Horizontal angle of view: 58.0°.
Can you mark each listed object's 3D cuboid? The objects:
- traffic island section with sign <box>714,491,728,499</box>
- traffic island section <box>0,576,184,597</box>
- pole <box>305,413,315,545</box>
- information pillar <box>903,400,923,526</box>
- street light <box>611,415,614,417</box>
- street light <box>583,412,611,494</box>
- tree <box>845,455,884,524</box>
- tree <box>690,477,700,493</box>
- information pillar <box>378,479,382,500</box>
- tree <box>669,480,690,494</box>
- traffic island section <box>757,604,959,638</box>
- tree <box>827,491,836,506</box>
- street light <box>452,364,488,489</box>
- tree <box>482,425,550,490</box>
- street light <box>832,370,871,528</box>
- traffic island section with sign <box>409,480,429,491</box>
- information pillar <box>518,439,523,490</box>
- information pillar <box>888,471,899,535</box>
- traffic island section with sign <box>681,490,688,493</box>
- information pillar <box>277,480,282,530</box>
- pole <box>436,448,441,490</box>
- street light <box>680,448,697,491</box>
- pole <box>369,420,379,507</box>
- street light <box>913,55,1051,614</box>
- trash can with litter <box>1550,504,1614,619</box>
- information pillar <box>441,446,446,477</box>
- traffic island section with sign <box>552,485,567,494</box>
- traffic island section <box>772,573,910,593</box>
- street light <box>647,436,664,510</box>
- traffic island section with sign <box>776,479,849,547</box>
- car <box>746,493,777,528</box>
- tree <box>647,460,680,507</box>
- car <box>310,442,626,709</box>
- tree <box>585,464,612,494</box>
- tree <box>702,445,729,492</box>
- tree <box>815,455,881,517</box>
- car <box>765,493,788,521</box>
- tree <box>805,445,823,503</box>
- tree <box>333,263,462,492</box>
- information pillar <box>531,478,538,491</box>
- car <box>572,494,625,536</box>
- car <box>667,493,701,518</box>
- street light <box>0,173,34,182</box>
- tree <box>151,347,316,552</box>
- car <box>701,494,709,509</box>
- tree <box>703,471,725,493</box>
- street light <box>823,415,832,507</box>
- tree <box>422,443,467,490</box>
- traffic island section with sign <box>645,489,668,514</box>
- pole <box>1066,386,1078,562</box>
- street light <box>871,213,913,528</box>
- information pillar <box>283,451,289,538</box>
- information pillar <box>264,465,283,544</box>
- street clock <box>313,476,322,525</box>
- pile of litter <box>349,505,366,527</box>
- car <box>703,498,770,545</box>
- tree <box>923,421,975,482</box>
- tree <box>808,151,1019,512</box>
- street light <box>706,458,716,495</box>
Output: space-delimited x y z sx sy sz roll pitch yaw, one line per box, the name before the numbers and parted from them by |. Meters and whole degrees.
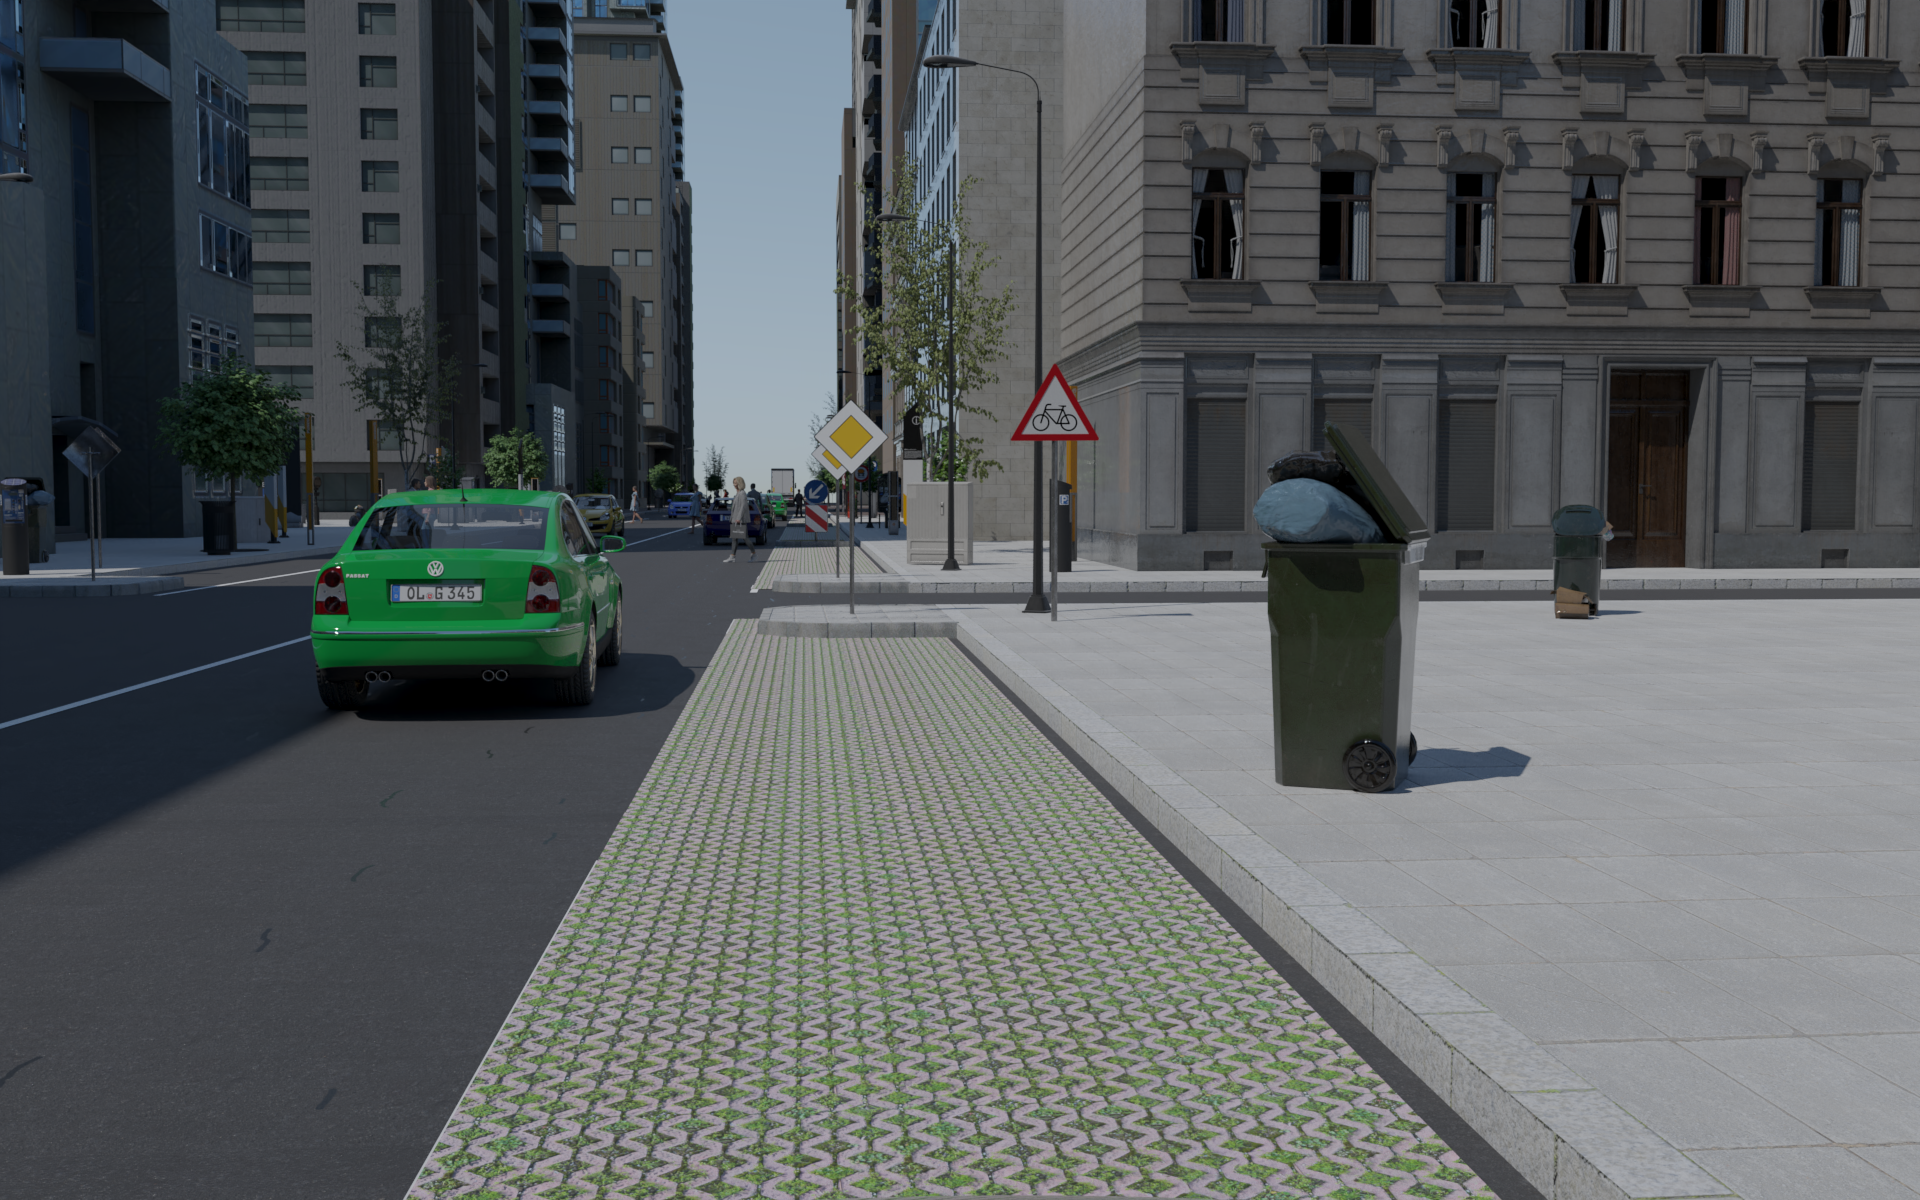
traffic island section with sign | -29.020 -12.118 206.757 1.989 1.847 2.006 0 4 -5
traffic island section | -12.795 -0.199 25.531 2.009 0.180 2.903 0 4 -5
pole | -16.302 -3.032 43.414 0.158 3.312 0.155 0 3 0
information pillar | -1.126 -3.105 42.124 0.504 3.616 0.183 0 4 5
street light | -20.958 -7.883 101.421 1.470 5.913 1.316 0 4 -5
street light | -20.743 -7.673 97.994 1.470 5.913 1.316 0 4 -5
tree | -3.971 -4.974 75.929 1.663 3.219 1.824 0 3 0
tree | -29.776 -12.178 193.709 1.663 3.219 1.824 0 3 0
information pillar | -28.241 -4.874 84.175 0.304 2.012 0.304 -1 4 -22
tree | -28.115 -10.833 171.724 1.663 3.219 1.824 0 3 0
traffic island section | -1.135 0.228 18.548 2.009 0.180 2.903 0 4 -5
tree | -14.057 -11.959 190.122 1.663 3.219 1.824 0 3 0
street light | -17.506 -5.457 61.760 1.470 5.913 1.316 0 4 -5
tree | -21.105 -6.047 82.576 4.285 4.588 4.351 0 3 0
street light | -3.940 -5.663 65.125 1.470 5.913 1.316 0 4 -5
traffic island section with sign | -14.737 -2.357 47.168 1.989 1.847 2.006 0 4 -5
information pillar | -18.566 -5.008 73.239 0.183 3.616 0.504 0 4 -1
information pillar | -2.097 -3.053 54.411 0.304 2.012 0.304 -1 4 -10
traffic island section with sign | -24.129 -8.772 152.042 1.989 1.847 2.006 0 4 -5
information pillar | -24.482 -3.531 62.226 0.304 2.012 0.304 -3 5 -40
pole | -23.147 -5.086 77.001 0.158 3.312 0.155 0 3 0
street light | -27.595 -12.361 174.648 1.470 5.913 1.316 0 4 -5
pole | -16.247 -3.315 48.037 0.158 3.312 0.155 0 3 0
street light | 0.305 -2.814 18.550 1.470 5.913 1.316 0 4 -5
trash can with litter | 6.502 -0.411 18.110 0.624 1.170 1.055 1 4 20
information pillar | -25.176 -5.719 84.868 0.504 3.616 0.183 2 4 24
traffic island section with sign | -17.170 -4.017 74.305 1.989 1.847 2.006 0 4 -5
traffic island section | -1.846 -0.258 26.502 2.009 0.180 2.903 0 4 -5
street light | -24.332 -10.145 138.417 1.470 5.913 1.316 0 4 -5
traffic island section with sign | -4.048 -2.372 47.418 1.989 1.847 2.006 0 4 -5
car | -8.771 -3.952 73.415 1.959 1.807 4.718 0 4 -4
tree | -28.756 -11.265 167.897 4.285 4.588 4.351 0 3 0
car | -3.544 -0.258 13.018 1.959 1.807 4.718 0 4 -7
tree | -23.129 -7.070 110.191 1.663 3.219 1.824 0 3 0
tree | -35.377 -18.434 251.752 4.737 8.622 4.395 0 3 0
tree | -6.128 -6.991 98.015 4.285 4.588 4.351 0 3 0
car | -10.221 -5.169 93.306 1.959 1.807 4.718 0 4 -6
tree | -20.441 -18.578 254.105 4.360 8.622 3.978 0 3 0
tree | -17.592 -6.395 54.914 4.360 8.622 3.978 0 3 0
information pillar | -19.643 -4.622 80.057 0.304 2.012 0.304 -1 4 -16
car | -12.183 -2.889 57.462 2.015 1.641 3.980 0 4 -4
car | -16.455 -5.742 103.474 1.945 1.707 3.694 0 4 -3
street light | -14.106 -3.219 25.170 1.470 5.913 1.316 0 4 -5
tree | -16.230 -3.372 38.847 4.285 4.588 4.351 0 3 0
car | -25.472 -9.763 169.408 2.009 1.686 4.222 0 4 -5
tree | -34.110 -15.670 239.925 4.285 4.588 4.351 0 3 0
street light | -7.385 -8.052 104.198 1.470 5.913 1.316 0 4 -5
tree | -19.795 -4.398 66.503 1.663 3.219 1.824 0 3 0
traffic island section with sign | -21.722 -7.129 125.194 1.989 1.847 2.006 0 4 -5
pole | 2.119 -2.384 32.820 0.158 3.312 0.155 0 3 0
street light | -0.689 -3.447 28.892 1.470 5.913 1.316 0 4 -5
information pillar | -19.947 -3.644 50.935 0.183 3.616 0.504 -3 5 -40
information pillar | -17.887 -3.277 44.932 0.504 3.616 0.183 3 4 38
street clock | -26.329 -4.052 70.815 0.358 2.002 0.471 1 4 16
pile of litter | -23.560 -3.350 68.746 1.176 0.858 1.719 2 4 26
car | -6.436 -2.275 49.779 1.945 1.354 3.894 0 4 -5
tree | -0.298 -3.117 45.564 1.663 3.219 1.824 0 3 0
tree | -0.635 -5.316 37.277 4.737 8.622 4.395 0 3 0
street light | -31.792 -15.197 221.012 1.470 5.913 1.316 0 4 -5
